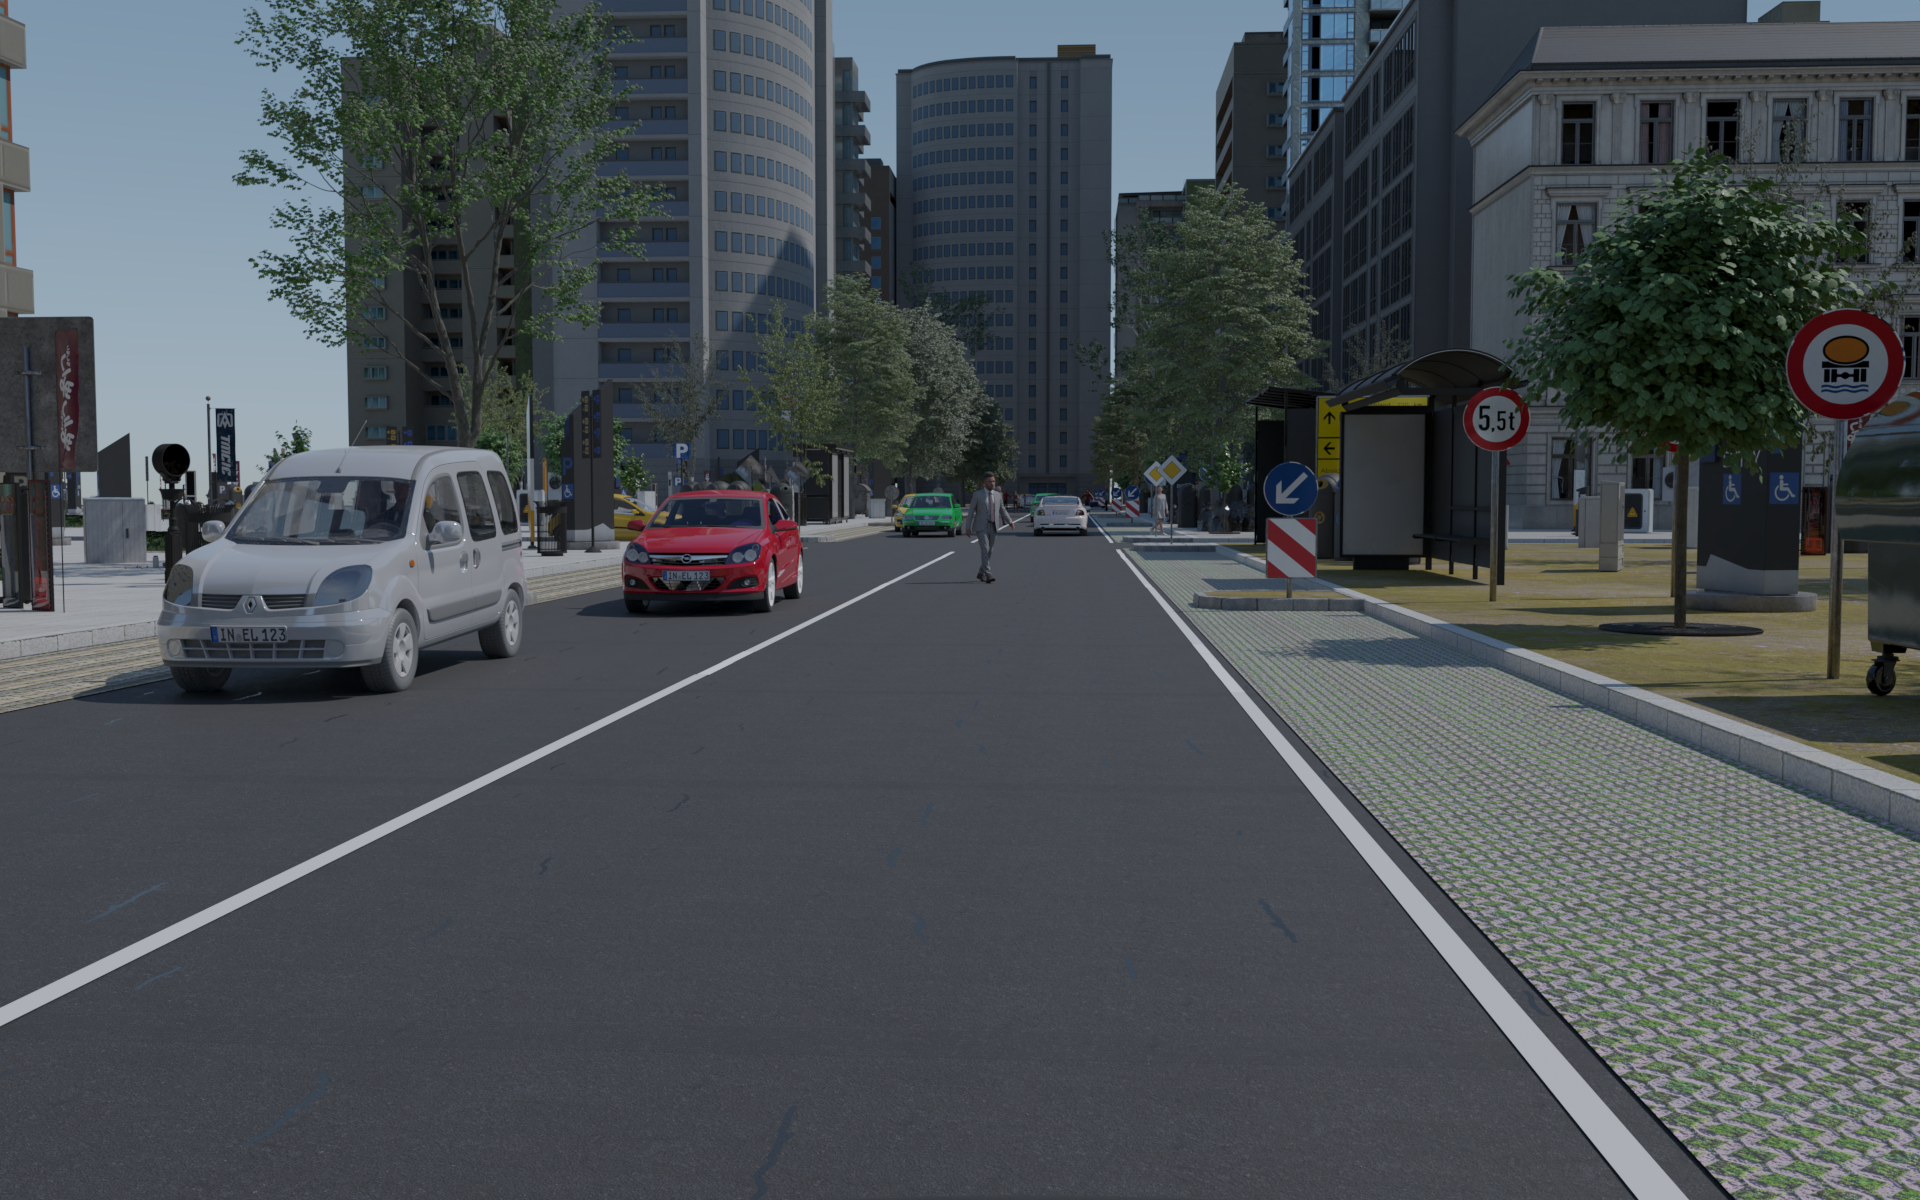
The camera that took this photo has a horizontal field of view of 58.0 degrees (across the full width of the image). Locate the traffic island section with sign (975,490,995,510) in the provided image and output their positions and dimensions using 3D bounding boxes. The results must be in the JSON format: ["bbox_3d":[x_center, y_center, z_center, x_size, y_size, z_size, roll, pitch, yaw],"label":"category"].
[{"bbox_3d":[1.939,-8.907,154.254,1.989,1.847,2.006,0,4,4],"label":"traffic island section with sign"}]

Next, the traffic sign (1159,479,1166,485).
[{"bbox_3d":[9.998,-5.166,86.598,0.606,2.300,0.079,1,4,13],"label":"traffic sign"}]

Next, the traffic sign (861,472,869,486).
[{"bbox_3d":[-5.396,-6.166,100.927,0.768,2.556,0.104,0,4,8],"label":"traffic sign"}]

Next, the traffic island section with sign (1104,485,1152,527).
[{"bbox_3d":[7.502,-4.167,76.759,1.989,1.847,2.006,0,4,4],"label":"traffic island section with sign"}]

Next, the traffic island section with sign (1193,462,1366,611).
[{"bbox_3d":[3.998,-0.818,22.004,1.989,1.847,2.006,0,4,4],"label":"traffic island section with sign"}]

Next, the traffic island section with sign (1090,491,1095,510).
[{"bbox_3d":[12.435,-8.865,153.574,1.989,1.847,2.006,0,4,4],"label":"traffic island section with sign"}]

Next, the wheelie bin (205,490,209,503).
[{"bbox_3d":[-42.953,-5.618,99.765,0.980,1.594,0.693,0,4,-2],"label":"wheelie bin"}]

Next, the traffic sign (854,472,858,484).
[{"bbox_3d":[-6.170,-5.998,98.171,0.768,2.556,0.104,1,4,12],"label":"traffic sign"}]

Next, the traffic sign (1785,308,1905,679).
[{"bbox_3d":[6.070,-0.725,11.961,0.768,2.556,0.104,1,4,9],"label":"traffic sign"}]

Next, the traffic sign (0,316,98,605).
[{"bbox_3d":[-11.035,-1.596,19.967,2.265,3.308,0.079,0,4,5],"label":"traffic sign"}]

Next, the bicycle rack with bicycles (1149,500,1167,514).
[{"bbox_3d":[12.857,-5.586,104.715,2.925,0.926,2.852,0,4,-6],"label":"bicycle rack with bicycles"}]

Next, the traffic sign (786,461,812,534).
[{"bbox_3d":[-4.887,-2.998,52.661,0.795,2.450,0.064,0,4,4],"label":"traffic sign"}]

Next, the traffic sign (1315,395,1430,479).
[{"bbox_3d":[8.483,-2.558,35.703,2.265,3.308,0.079,1,4,12],"label":"traffic sign"}]

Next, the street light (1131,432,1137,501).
[{"bbox_3d":[12.702,-9.397,126.428,0.468,5.910,1.993,0,4,4],"label":"street light"}]

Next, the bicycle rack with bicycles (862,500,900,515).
[{"bbox_3d":[-4.424,-5.582,104.644,2.852,0.926,2.925,3,5,42],"label":"bicycle rack with bicycles"}]

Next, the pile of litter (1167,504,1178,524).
[{"bbox_3d":[9.488,-3.682,74.161,1.176,0.858,1.719,0,4,1],"label":"pile of litter"}]

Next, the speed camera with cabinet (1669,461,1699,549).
[{"bbox_3d":[17.556,-2.869,41.237,0.660,3.252,2.038,2,4,35],"label":"speed camera with cabinet"}]

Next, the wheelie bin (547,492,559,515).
[{"bbox_3d":[-24.665,-5.931,104.880,0.980,1.594,0.693,2,4,28],"label":"wheelie bin"}]

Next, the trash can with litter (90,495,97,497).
[{"bbox_3d":[-58.977,-6.596,118.908,1.678,1.210,2.233,3,5,43],"label":"trash can with litter"}]

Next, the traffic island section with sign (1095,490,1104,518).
[{"bbox_3d":[9.234,-5.812,103.659,1.989,1.847,2.006,0,4,4],"label":"traffic island section with sign"}]

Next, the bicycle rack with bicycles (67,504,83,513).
[{"bbox_3d":[-53.748,-5.670,106.093,2.925,0.926,2.852,-1,4,-11],"label":"bicycle rack with bicycles"}]

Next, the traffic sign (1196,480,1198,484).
[{"bbox_3d":[12.715,-5.843,95.540,0.884,2.594,0.081,1,4,9],"label":"traffic sign"}]

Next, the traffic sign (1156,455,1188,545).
[{"bbox_3d":[5.373,-2.467,43.983,0.795,2.450,0.064,0,4,4],"label":"traffic sign"}]

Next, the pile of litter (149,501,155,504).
[{"bbox_3d":[-52.284,-5.969,111.564,1.719,0.858,1.176,-3,5,-42],"label":"pile of litter"}]

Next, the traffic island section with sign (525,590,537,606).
[{"bbox_3d":[-6.543,-0.829,22.177,1.989,1.847,2.006,0,4,4],"label":"traffic island section with sign"}]

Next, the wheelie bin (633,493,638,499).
[{"bbox_3d":[-19.228,-5.703,101.155,0.693,1.594,0.980,2,4,33],"label":"wheelie bin"}]

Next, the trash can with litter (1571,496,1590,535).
[{"bbox_3d":[19.998,-2.646,54.318,2.233,1.210,1.678,-3,5,-40],"label":"trash can with litter"}]

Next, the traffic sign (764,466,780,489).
[{"bbox_3d":[-8.688,-4.857,79.417,0.884,2.594,0.081,1,4,13],"label":"traffic sign"}]

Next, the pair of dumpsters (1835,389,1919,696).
[{"bbox_3d":[6.261,-0.393,8.912,1.574,2.255,4.437,0,4,4],"label":"pair of dumpsters"}]

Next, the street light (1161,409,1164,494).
[{"bbox_3d":[10.228,-7.030,87.724,0.468,5.910,1.993,0,4,4],"label":"street light"}]

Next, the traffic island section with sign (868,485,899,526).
[{"bbox_3d":[-3.010,-4.197,77.257,1.989,1.847,2.006,0,4,4],"label":"traffic island section with sign"}]

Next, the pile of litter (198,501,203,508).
[{"bbox_3d":[-46.792,-5.634,106.082,1.719,0.858,1.176,2,4,28],"label":"pile of litter"}]

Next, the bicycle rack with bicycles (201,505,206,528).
[{"bbox_3d":[-24.704,-2.702,57.553,2.925,0.926,2.852,-1,4,-20],"label":"bicycle rack with bicycles"}]

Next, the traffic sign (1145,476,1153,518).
[{"bbox_3d":[10.265,-5.664,92.708,0.768,2.556,0.104,1,4,13],"label":"traffic sign"}]

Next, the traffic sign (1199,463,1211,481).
[{"bbox_3d":[10.330,-4.406,72.146,0.768,2.556,0.104,0,4,7],"label":"traffic sign"}]

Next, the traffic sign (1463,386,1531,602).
[{"bbox_3d":[6.367,-1.254,20.614,0.768,2.556,0.104,1,4,13],"label":"traffic sign"}]

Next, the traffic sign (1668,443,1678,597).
[{"bbox_3d":[8.880,-1.306,21.466,0.768,2.556,0.104,1,4,12],"label":"traffic sign"}]

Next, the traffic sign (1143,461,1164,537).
[{"bbox_3d":[5.884,-2.955,51.952,0.795,2.450,0.064,0,4,4],"label":"traffic sign"}]

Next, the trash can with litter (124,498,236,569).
[{"bbox_3d":[-13.192,-1.158,29.993,2.233,1.210,1.678,1,4,23],"label":"trash can with litter"}]

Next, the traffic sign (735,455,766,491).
[{"bbox_3d":[-5.398,-2.511,44.692,0.795,2.450,0.064,0,4,4],"label":"traffic sign"}]

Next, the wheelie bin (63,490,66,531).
[{"bbox_3d":[-31.620,-3.218,60.520,0.693,1.594,0.980,-3,4,-37],"label":"wheelie bin"}]

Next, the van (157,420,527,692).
[{"bbox_3d":[-4.790,-0.419,13.865,2.013,2.044,4.112,0,4,2],"label":"van"}]

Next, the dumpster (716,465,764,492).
[{"bbox_3d":[-7.537,-3.436,58.669,1.502,2.255,1.985,0,4,4],"label":"dumpster"}]

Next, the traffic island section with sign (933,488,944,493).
[{"bbox_3d":[-1.264,-5.852,104.302,1.989,1.847,2.006,0,4,4],"label":"traffic island section with sign"}]

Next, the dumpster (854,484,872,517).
[{"bbox_3d":[-5.589,-5.490,95.527,1.264,1.857,1.865,0,4,4],"label":"dumpster"}]

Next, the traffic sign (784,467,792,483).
[{"bbox_3d":[-7.803,-4.922,80.588,0.768,2.556,0.104,0,4,4],"label":"traffic sign"}]

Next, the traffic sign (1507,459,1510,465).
[{"bbox_3d":[9.696,-1.957,32.006,0.884,2.594,0.081,0,4,7],"label":"traffic sign"}]
